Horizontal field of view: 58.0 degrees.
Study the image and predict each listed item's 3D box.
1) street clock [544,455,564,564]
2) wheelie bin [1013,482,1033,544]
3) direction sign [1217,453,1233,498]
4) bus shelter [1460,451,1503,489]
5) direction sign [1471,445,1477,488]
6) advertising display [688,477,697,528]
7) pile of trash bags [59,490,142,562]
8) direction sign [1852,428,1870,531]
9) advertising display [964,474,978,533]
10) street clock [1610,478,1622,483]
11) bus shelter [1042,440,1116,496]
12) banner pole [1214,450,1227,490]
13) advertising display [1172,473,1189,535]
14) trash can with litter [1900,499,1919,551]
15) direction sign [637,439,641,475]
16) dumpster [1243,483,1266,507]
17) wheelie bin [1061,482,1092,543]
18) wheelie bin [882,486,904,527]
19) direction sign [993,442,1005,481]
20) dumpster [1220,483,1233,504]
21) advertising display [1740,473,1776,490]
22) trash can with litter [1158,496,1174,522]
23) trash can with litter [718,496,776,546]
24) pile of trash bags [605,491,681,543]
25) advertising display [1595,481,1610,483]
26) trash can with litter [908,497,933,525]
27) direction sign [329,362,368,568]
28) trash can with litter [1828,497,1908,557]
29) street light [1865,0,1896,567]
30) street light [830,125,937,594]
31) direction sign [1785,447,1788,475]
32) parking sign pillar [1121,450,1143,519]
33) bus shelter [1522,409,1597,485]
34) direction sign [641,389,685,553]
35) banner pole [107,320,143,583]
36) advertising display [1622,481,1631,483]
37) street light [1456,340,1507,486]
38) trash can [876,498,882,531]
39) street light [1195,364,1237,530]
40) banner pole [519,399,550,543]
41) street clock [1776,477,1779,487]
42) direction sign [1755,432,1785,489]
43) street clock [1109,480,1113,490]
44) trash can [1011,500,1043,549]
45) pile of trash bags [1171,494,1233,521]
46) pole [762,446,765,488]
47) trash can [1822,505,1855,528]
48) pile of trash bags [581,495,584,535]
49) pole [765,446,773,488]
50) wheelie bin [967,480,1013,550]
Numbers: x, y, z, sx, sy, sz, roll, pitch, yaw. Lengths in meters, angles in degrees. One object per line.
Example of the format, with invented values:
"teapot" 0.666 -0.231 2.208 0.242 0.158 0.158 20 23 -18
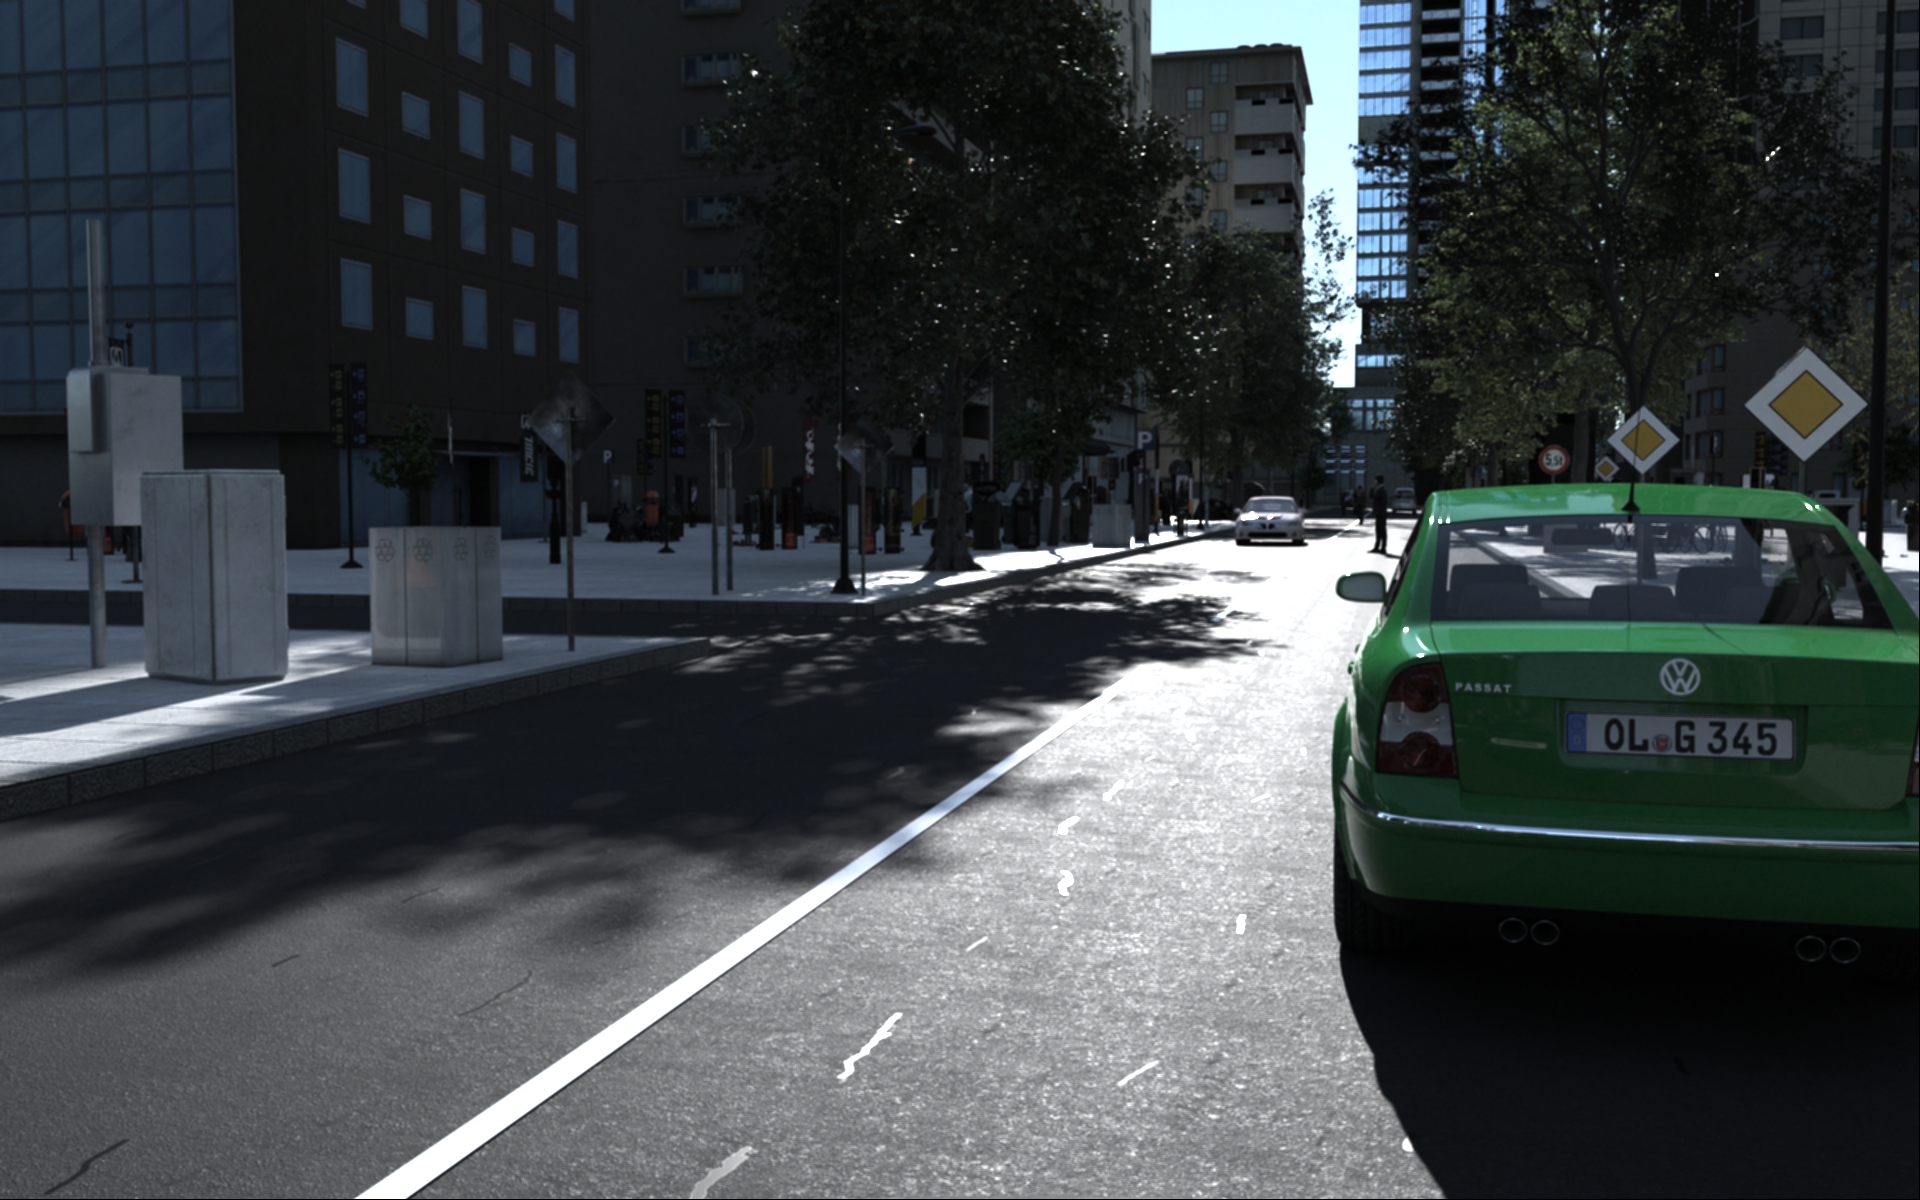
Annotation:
"street clock" -7.454 -1.668 31.840 0.358 2.002 0.471 -1 4 -9
"wheelie bin" 1.464 -2.246 44.638 0.693 1.594 0.980 -2 4 -28
"direction sign" 13.653 -5.938 89.078 0.876 3.537 0.379 1 4 18
"bus shelter" 24.977 -5.431 82.715 2.014 3.302 5.546 1 4 14
"direction sign" 23.626 -5.363 79.682 0.379 3.537 0.876 2 4 32
"advertising display" -10.201 -3.724 66.102 0.123 1.923 0.974 0 4 5
"pile of trash bags" -15.707 -1.453 33.501 3.447 1.369 1.912 0 4 3
"direction sign" 30.975 -4.124 59.428 0.876 3.537 0.379 -1 4 -17
"advertising display" 0.108 -3.131 56.399 0.974 1.923 0.123 -1 4 -9
"street clock" 29.777 -4.529 78.616 0.471 2.002 0.358 3 4 38
"bus shelter" 4.060 -4.111 61.141 2.014 3.302 5.546 1 4 14
"banner pole" 14.435 -6.451 95.490 0.863 3.779 0.401 1 4 15
"advertising display" 6.925 -3.006 54.359 0.123 1.923 0.974 2 4 33
"trash can with litter" 21.748 -1.680 38.863 1.055 1.170 0.624 0 4 4
"direction sign" -12.953 -4.850 71.289 0.379 3.537 0.876 2 4 35
"dumpster" 14.924 -5.061 88.501 1.264 1.857 1.865 1 4 14
"wheelie bin" 3.080 -2.303 45.563 0.693 1.594 0.980 -1 4 -17
"wheelie bin" -2.581 -3.648 67.546 0.980 1.594 0.693 -3 5 -44
"direction sign" 1.624 -4.927 72.549 0.379 3.537 0.876 2 4 34
"dumpster" 14.795 -5.399 94.027 1.264 1.857 1.865 1 4 14
"advertising display" 24.042 -2.875 52.217 0.974 1.923 0.123 1 4 11
"trash can with litter" 9.748 -4.231 80.226 1.678 1.210 2.233 2 4 33
"trash can with litter" -5.249 -1.966 43.207 1.678 1.210 2.233 -1 4 -17
"pile of trash bags" -8.412 -2.239 46.363 1.912 1.369 3.447 -1 4 -17
"advertising display" 31.812 -4.950 86.139 0.974 1.923 0.123 0 4 1
"trash can with litter" -1.011 -3.756 72.461 2.233 1.210 1.678 0 4 4
"direction sign" -10.571 -2.324 29.989 0.876 3.537 0.379 2 4 28
"trash can with litter" 18.335 -1.514 35.806 1.678 1.210 2.233 -3 5 -42
"street light" 5.691 -2.400 11.788 1.470 5.913 1.316 1 4 14
"street light" -0.971 -3.029 22.071 1.470 5.913 1.316 1 4 14
"direction sign" 34.329 -4.947 72.877 0.876 3.537 0.379 2 4 33
"parking sign pillar" 9.069 -6.242 90.534 1.447 3.967 1.447 1 4 13
"bus shelter" 16.896 -3.542 49.190 1.731 3.624 6.357 1 4 14
"direction sign" -6.404 -2.794 37.683 0.876 3.537 0.379 -2 4 -25
"banner pole" -11.925 -2.123 24.731 0.401 3.779 0.863 0 4 0
"advertising display" 33.857 -5.082 88.297 0.974 1.923 0.123 0 4 1
"street light" 15.758 -4.853 51.892 1.470 5.913 1.316 1 4 14
"trash can" -3.055 -2.932 59.589 0.748 1.137 0.748 0 3 0
"street light" 9.212 -5.487 62.247 1.470 5.913 1.316 1 4 14
"banner pole" -11.223 -3.411 45.779 0.863 3.779 0.401 -1 4 -9
"street clock" 33.088 -4.041 70.635 0.358 2.002 0.471 -3 4 -36
"direction sign" 29.330 -4.338 62.916 0.876 3.537 0.379 2 4 32
"street clock" 7.669 -5.120 88.274 0.358 2.002 0.471 2 4 26
"trash can" 1.564 -1.756 40.369 0.748 1.137 0.748 0 3 0
"pile of trash bags" 11.860 -4.540 83.986 3.447 1.369 1.912 -1 4 -9
"pole" -8.360 -4.900 73.956 0.158 3.312 0.155 0 3 0
"trash can" 11.436 -0.693 22.984 0.748 1.137 0.748 0 3 0
"pile of trash bags" -13.233 -2.757 54.833 3.447 1.369 1.912 2 4 33
"pole" -7.999 -4.850 73.138 0.158 3.312 0.155 0 3 0
"wheelie bin" 0.632 -1.948 39.752 0.980 1.594 0.693 0 4 6
